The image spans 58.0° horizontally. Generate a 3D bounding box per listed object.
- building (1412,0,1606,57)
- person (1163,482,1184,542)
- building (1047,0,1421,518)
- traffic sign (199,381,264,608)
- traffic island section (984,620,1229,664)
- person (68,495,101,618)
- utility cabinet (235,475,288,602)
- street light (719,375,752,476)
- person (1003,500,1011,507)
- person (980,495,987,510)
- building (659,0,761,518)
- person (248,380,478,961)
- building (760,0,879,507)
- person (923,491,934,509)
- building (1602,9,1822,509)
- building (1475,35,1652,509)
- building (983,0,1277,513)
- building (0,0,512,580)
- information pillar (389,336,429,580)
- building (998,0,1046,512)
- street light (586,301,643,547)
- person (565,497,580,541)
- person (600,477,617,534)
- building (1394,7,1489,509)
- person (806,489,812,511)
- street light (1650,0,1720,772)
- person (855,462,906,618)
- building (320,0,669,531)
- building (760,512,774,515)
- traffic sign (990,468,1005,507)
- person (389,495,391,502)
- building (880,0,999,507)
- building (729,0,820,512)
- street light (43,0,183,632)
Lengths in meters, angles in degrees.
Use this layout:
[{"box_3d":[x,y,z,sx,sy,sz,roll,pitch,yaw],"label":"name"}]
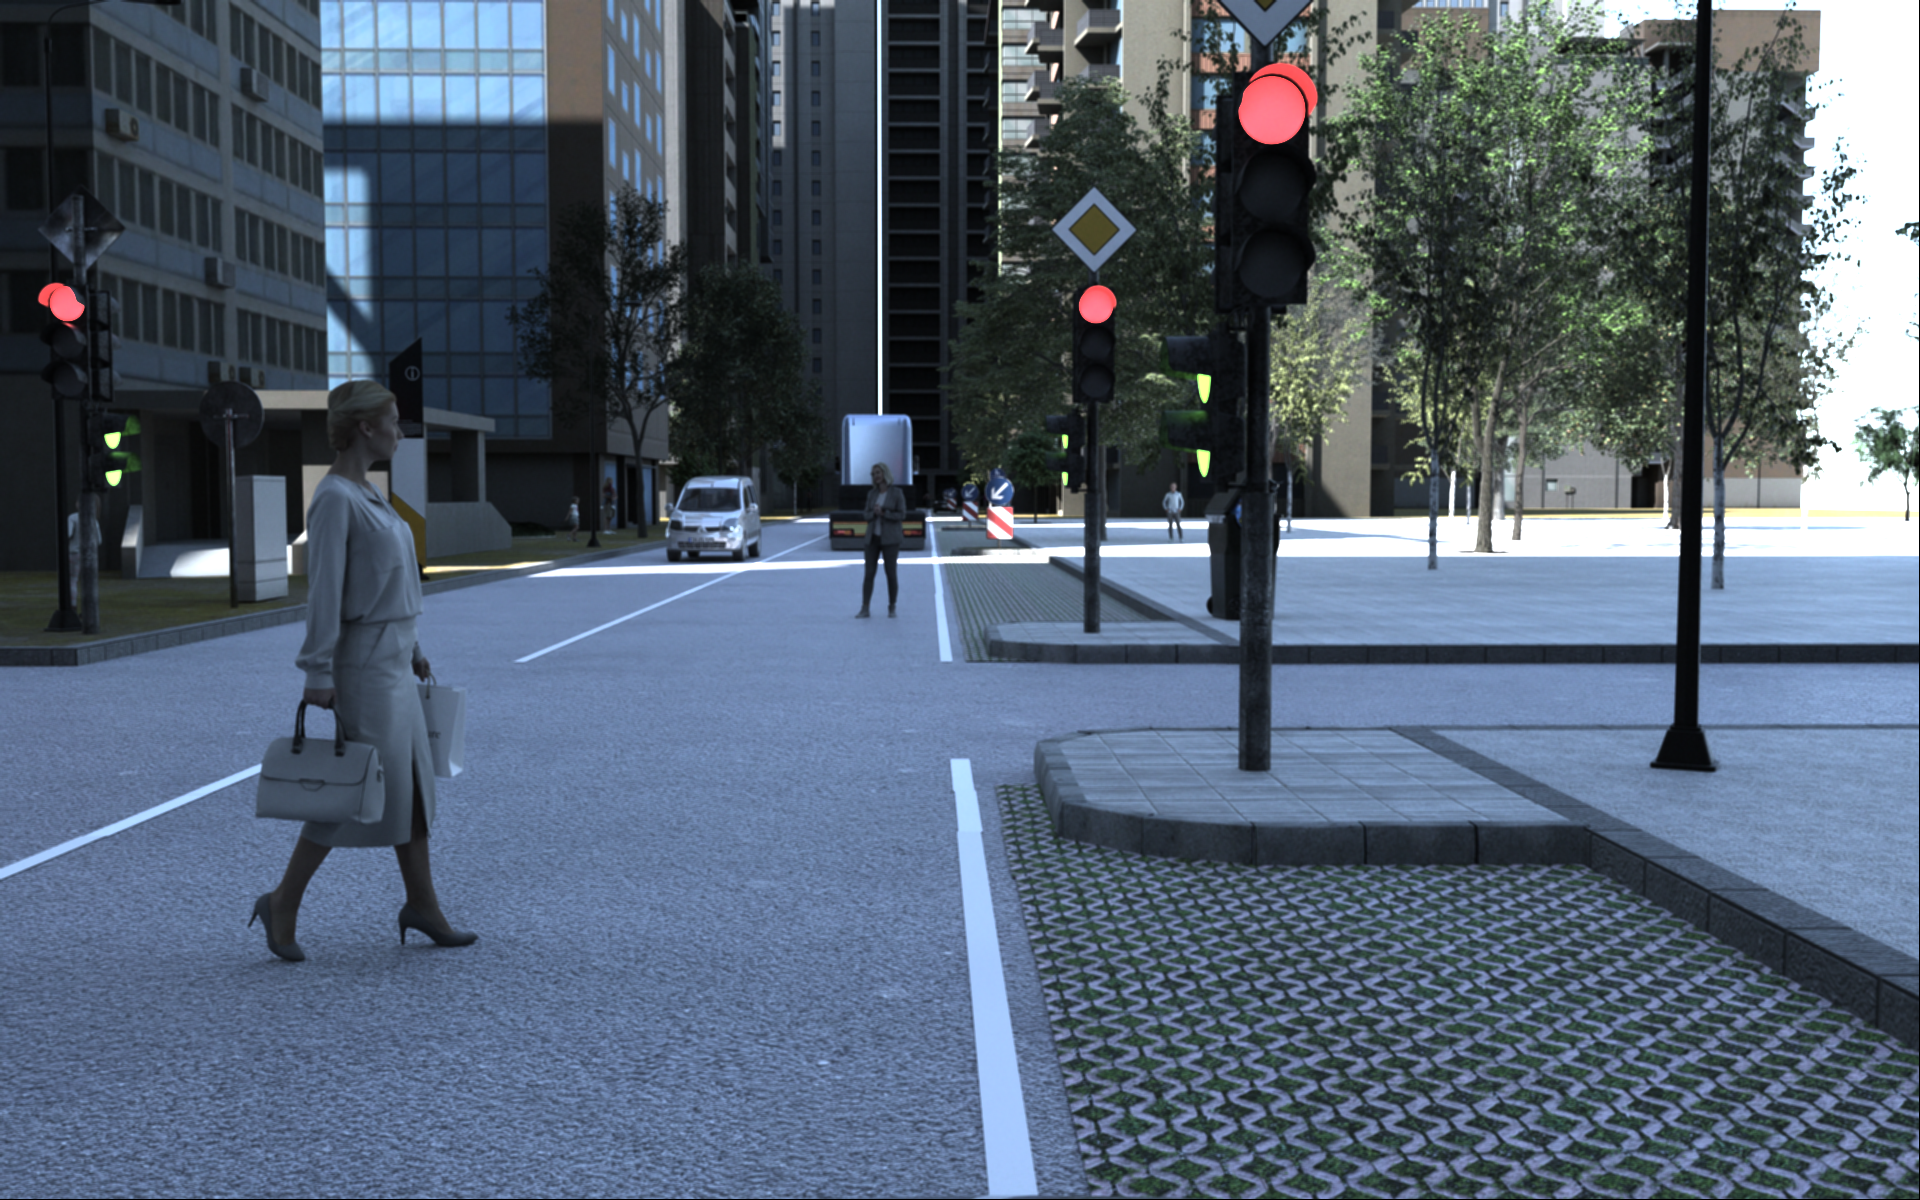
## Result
[{"box_3d":[51.154,-39.432,186.715,28.212,58.520,21.231,0,4,-1],"label":"building"},{"box_3d":[5.666,-2.333,45.993,0.589,1.601,0.330,1,4,18],"label":"person"},{"box_3d":[15.384,-27.680,107.199,22.147,44.769,28.867,0,4,-1],"label":"building"},{"box_3d":[-8.189,-1.184,19.468,0.768,2.556,0.104,0,4,7],"label":"traffic sign"},{"box_3d":[1.245,0.380,16.070,2.009,0.180,2.903,0,4,-1],"label":"traffic island section"},{"box_3d":[-9.114,-0.464,17.913,0.394,1.301,0.425,1,4,9],"label":"person"},{"box_3d":[-8.467,-0.746,20.883,0.318,1.500,1.173,0,4,-4],"label":"utility cabinet"},{"box_3d":[-8.803,-5.809,67.525,1.470,5.913,1.316,0,4,-1],"label":"street light"},{"box_3d":[2.404,-5.007,88.741,0.563,1.720,0.643,1,4,10],"label":"person"},{"box_3d":[1.994,-7.717,135.438,0.991,1.433,0.599,0,4,0],"label":"person"},{"box_3d":[-19.168,-19.994,98.599,14.160,30.474,14.107,0,4,-1],"label":"building"},{"box_3d":[-1.869,0.212,5.385,0.624,1.780,0.694,1,4,10],"label":"person"},{"box_3d":[-22.875,-39.419,186.498,28.212,58.520,21.231,0,4,-1],"label":"building"},{"box_3d":[-2.988,-9.478,164.171,1.217,1.736,0.721,-3,4,-38],"label":"person"},{"box_3d":[67.600,-31.113,158.806,14.200,45.320,14.600,0,4,-1],"label":"building"},{"box_3d":[53.181,-29.045,158.475,14.086,41.232,14.154,0,4,-1],"label":"building"},{"box_3d":[13.231,-30.301,150.039,22.147,44.769,28.867,0,4,-1],"label":"building"},{"box_3d":[-26.686,-20.861,32.952,32.217,40.220,23.993,0,4,-1],"label":"building"},{"box_3d":[-8.188,-2.101,25.705,0.504,3.616,0.183,-2,4,-33],"label":"information pillar"},{"box_3d":[9.802,-27.220,128.642,14.154,41.232,14.086,0,4,-1],"label":"building"},{"box_3d":[-8.337,-4.237,41.810,1.470,5.913,1.316,0,4,-1],"label":"street light"},{"box_3d":[-10.506,-2.201,47.043,0.382,1.210,0.505,0,4,1],"label":"person"},{"box_3d":[-11.231,-3.022,55.427,0.573,1.828,0.580,-1,4,-23],"label":"person"},{"box_3d":[38.510,-31.075,158.182,14.200,45.320,14.600,0,4,-1],"label":"building"},{"box_3d":[-11.191,-7.362,127.877,0.593,1.643,0.415,2,4,31],"label":"person"},{"box_3d":[2.881,-2.168,7.988,1.470,5.913,1.316,0,4,-1],"label":"street light"},{"box_3d":[-0.894,-0.696,20.071,0.537,1.800,0.526,2,4,30],"label":"person"},{"box_3d":[-19.113,-25.377,65.020,14.600,45.320,14.200,0,4,-1],"label":"building"},{"box_3d":[-23.895,-49.352,119.578,22.319,86.520,31.000,0,4,-1],"label":"building"},{"box_3d":[1.829,-5.167,84.587,0.768,2.556,0.104,0,4,5],"label":"traffic sign"},{"box_3d":[-9.741,-1.475,30.336,0.511,1.800,0.466,0,4,8],"label":"person"},{"box_3d":[2.063,-45.654,184.694,20.611,71.187,20.563,0,4,-1],"label":"building"},{"box_3d":[-28.717,-51.349,152.233,31.000,86.520,22.319,0,4,-1],"label":"building"},{"box_3d":[-7.861,-2.664,16.095,1.470,5.913,1.316,0,4,-1],"label":"street light"}]
